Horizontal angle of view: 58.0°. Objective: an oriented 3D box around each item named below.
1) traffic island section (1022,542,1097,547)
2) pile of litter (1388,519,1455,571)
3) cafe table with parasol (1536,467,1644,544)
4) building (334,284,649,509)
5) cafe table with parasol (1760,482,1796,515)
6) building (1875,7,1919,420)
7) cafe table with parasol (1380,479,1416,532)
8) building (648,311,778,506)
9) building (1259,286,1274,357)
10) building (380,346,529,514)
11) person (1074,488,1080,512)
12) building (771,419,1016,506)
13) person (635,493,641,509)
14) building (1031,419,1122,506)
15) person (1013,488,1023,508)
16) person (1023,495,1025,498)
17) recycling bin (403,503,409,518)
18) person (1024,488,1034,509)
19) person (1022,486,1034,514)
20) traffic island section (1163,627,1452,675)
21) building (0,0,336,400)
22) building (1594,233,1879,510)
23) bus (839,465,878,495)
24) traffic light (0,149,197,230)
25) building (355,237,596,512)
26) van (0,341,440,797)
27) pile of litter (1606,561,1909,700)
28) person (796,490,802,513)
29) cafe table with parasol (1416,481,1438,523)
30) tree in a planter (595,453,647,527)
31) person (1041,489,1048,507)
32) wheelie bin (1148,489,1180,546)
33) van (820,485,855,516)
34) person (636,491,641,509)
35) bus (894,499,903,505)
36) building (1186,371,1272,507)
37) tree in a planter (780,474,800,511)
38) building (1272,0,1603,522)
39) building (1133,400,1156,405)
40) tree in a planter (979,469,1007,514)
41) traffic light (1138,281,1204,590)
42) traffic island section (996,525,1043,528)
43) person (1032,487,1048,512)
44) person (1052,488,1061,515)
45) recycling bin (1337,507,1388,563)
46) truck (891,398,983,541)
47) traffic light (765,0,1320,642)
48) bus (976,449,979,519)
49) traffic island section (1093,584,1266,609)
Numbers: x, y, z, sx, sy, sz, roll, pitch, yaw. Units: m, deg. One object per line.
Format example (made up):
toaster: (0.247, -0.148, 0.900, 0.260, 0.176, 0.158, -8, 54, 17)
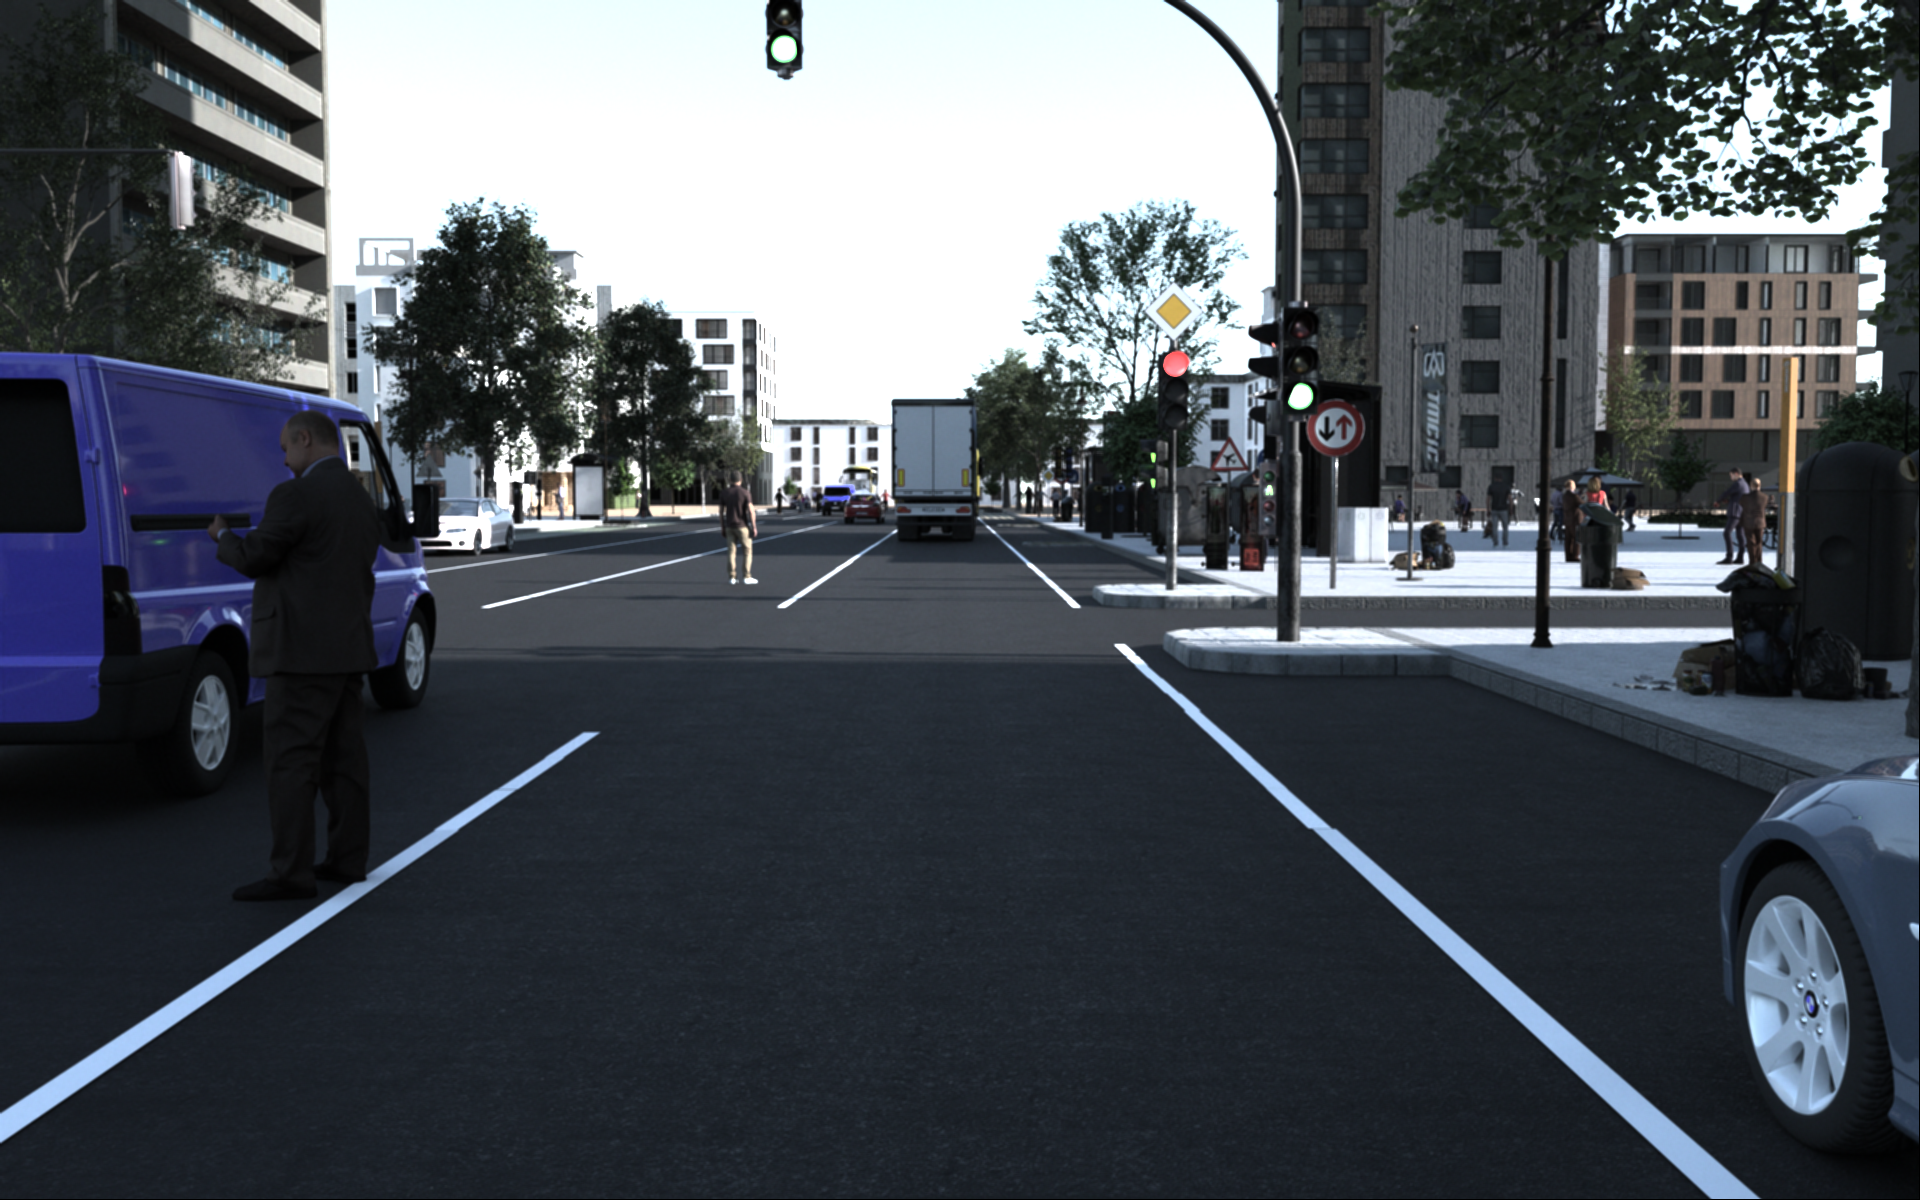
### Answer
traffic island section: (2.723, -1.525, 47.792, 1.991, 0.108, 1.994, 0, 4, 0)
pile of litter: (7.848, -0.960, 29.662, 1.719, 0.858, 1.176, -3, 5, -42)
cafe table with parasol: (15.984, -2.395, 44.029, 2.610, 1.966, 2.610, 3, 5, 43)
building: (-45.060, -17.629, 154.685, 31.486, 18.905, 16.747, 0, 4, 0)
cafe table with parasol: (43.074, -5.247, 90.659, 2.610, 1.966, 2.610, 0, 4, 2)
building: (37.969, -25.835, 46.110, 21.600, 48.544, 21.300, 0, 4, 0)
cafe table with parasol: (13.625, -3.247, 57.955, 2.610, 1.966, 2.610, 0, 4, 6)
building: (-39.020, -22.204, 207.008, 32.646, 21.610, 27.936, 0, 4, 0)
building: (33.556, -18.267, 155.083, 11.380, 20.091, 16.016, 0, 4, 0)
building: (-32.408, -10.421, 112.530, 9.099, 9.664, 28.070, 0, 4, 0)
person: (8.606, -7.331, 126.610, 0.721, 1.736, 1.217, -1, 4, -15)
building: (-7.079, -15.644, 197.930, 28.070, 9.664, 9.099, 0, 4, 0)
person: (-25.464, -7.860, 137.741, 0.799, 1.438, 0.628, -1, 4, -18)
building: (21.986, -15.631, 197.713, 28.070, 9.664, 9.099, 0, 4, 0)
person: (5.120, -8.820, 149.873, 0.705, 1.869, 1.348, -3, 5, -43)
person: (5.341, -7.795, 134.219, 1.217, 1.735, 0.721, -2, 4, -35)
recycling bin: (-16.937, -2.396, 51.727, 0.722, 1.027, 0.722, 3, 5, 43)
person: (5.979, -8.693, 148.178, 0.705, 1.822, 1.348, 3, 5, 45)
person: (4.425, -6.442, 111.376, 0.705, 1.822, 1.348, -3, 5, -42)
traffic island section: (2.882, 0.437, 15.143, 2.009, 0.180, 2.903, 0, 4, 0)
building: (-39.074, -27.138, 67.414, 21.300, 48.544, 21.600, 0, 4, 0)
building: (55.595, -18.708, 149.850, 32.646, 21.610, 27.936, 0, 4, 0)
bus: (-8.695, -9.763, 151.165, 2.896, 3.916, 12.252, 0, 4, 0)
traffic light: (-12.586, -2.954, 22.959, 4.771, 5.953, 1.251, 0, 4, 0)
building: (-36.110, -16.863, 132.123, 16.016, 20.091, 11.380, 0, 4, 0)
van: (-4.527, -0.333, 9.831, 2.240, 2.365, 5.245, 0, 4, -1)
pile of litter: (5.220, 0.163, 11.306, 1.719, 0.858, 1.176, 3, 5, 41)
person: (-12.192, -7.460, 131.184, 0.721, 1.735, 1.217, 0, 4, 7)
cafe table with parasol: (20.233, -4.495, 78.354, 2.610, 1.966, 2.610, 1, 4, 18)
tree in a planter: (-14.651, -4.757, 74.994, 1.991, 3.239, 1.994, 0, 4, 0)
person: (7.933, -9.976, 169.169, 1.348, 1.821, 0.705, -1, 4, -13)
wheelie bin: (5.101, -2.138, 42.872, 0.693, 1.594, 0.980, -3, 5, -42)
van: (-8.096, -6.808, 115.688, 2.240, 2.365, 5.245, 0, 4, 1)
person: (-28.263, -8.934, 152.644, 0.750, 1.759, 0.617, 1, 4, 21)
bus: (-4.556, -10.109, 156.833, 2.896, 3.916, 12.252, 0, 4, -1)
building: (20.543, -10.959, 121.323, 9.099, 9.664, 28.070, 0, 4, 0)
tree in a planter: (-15.006, -9.462, 151.922, 1.991, 3.239, 1.994, 0, 4, 0)
building: (22.712, -19.267, 86.720, 14.160, 30.474, 14.107, 0, 4, 0)
building: (20.697, -12.672, 149.341, 9.099, 9.664, 28.070, 0, 4, 0)
tree in a planter: (2.344, -7.817, 125.027, 1.991, 3.239, 1.994, 0, 4, 0)
traffic light: (2.803, -2.085, 23.014, 0.839, 4.253, 0.868, 0, 4, 0)
traffic island section: (2.584, -3.201, 75.200, 1.991, 0.108, 1.994, 0, 4, 0)
person: (5.825, -7.346, 126.135, 1.348, 1.826, 0.705, -1, 4, -19)
person: (6.018, -6.142, 107.930, 0.593, 1.643, 0.415, -1, 4, -22)
recycling bin: (7.536, -1.217, 32.446, 0.722, 1.027, 0.722, -1, 4, -11)
truck: (-0.690, -4.123, 56.325, 2.839, 4.237, 11.283, 0, 4, 1)
traffic light: (0.750, -2.459, 14.877, 4.771, 5.953, 1.251, 0, 4, 0)
bus: (-0.447, -5.665, 84.163, 2.896, 3.916, 12.252, 0, 4, -1)
traffic island section: (2.843, -0.052, 23.128, 2.009, 0.180, 2.903, 0, 4, 0)
